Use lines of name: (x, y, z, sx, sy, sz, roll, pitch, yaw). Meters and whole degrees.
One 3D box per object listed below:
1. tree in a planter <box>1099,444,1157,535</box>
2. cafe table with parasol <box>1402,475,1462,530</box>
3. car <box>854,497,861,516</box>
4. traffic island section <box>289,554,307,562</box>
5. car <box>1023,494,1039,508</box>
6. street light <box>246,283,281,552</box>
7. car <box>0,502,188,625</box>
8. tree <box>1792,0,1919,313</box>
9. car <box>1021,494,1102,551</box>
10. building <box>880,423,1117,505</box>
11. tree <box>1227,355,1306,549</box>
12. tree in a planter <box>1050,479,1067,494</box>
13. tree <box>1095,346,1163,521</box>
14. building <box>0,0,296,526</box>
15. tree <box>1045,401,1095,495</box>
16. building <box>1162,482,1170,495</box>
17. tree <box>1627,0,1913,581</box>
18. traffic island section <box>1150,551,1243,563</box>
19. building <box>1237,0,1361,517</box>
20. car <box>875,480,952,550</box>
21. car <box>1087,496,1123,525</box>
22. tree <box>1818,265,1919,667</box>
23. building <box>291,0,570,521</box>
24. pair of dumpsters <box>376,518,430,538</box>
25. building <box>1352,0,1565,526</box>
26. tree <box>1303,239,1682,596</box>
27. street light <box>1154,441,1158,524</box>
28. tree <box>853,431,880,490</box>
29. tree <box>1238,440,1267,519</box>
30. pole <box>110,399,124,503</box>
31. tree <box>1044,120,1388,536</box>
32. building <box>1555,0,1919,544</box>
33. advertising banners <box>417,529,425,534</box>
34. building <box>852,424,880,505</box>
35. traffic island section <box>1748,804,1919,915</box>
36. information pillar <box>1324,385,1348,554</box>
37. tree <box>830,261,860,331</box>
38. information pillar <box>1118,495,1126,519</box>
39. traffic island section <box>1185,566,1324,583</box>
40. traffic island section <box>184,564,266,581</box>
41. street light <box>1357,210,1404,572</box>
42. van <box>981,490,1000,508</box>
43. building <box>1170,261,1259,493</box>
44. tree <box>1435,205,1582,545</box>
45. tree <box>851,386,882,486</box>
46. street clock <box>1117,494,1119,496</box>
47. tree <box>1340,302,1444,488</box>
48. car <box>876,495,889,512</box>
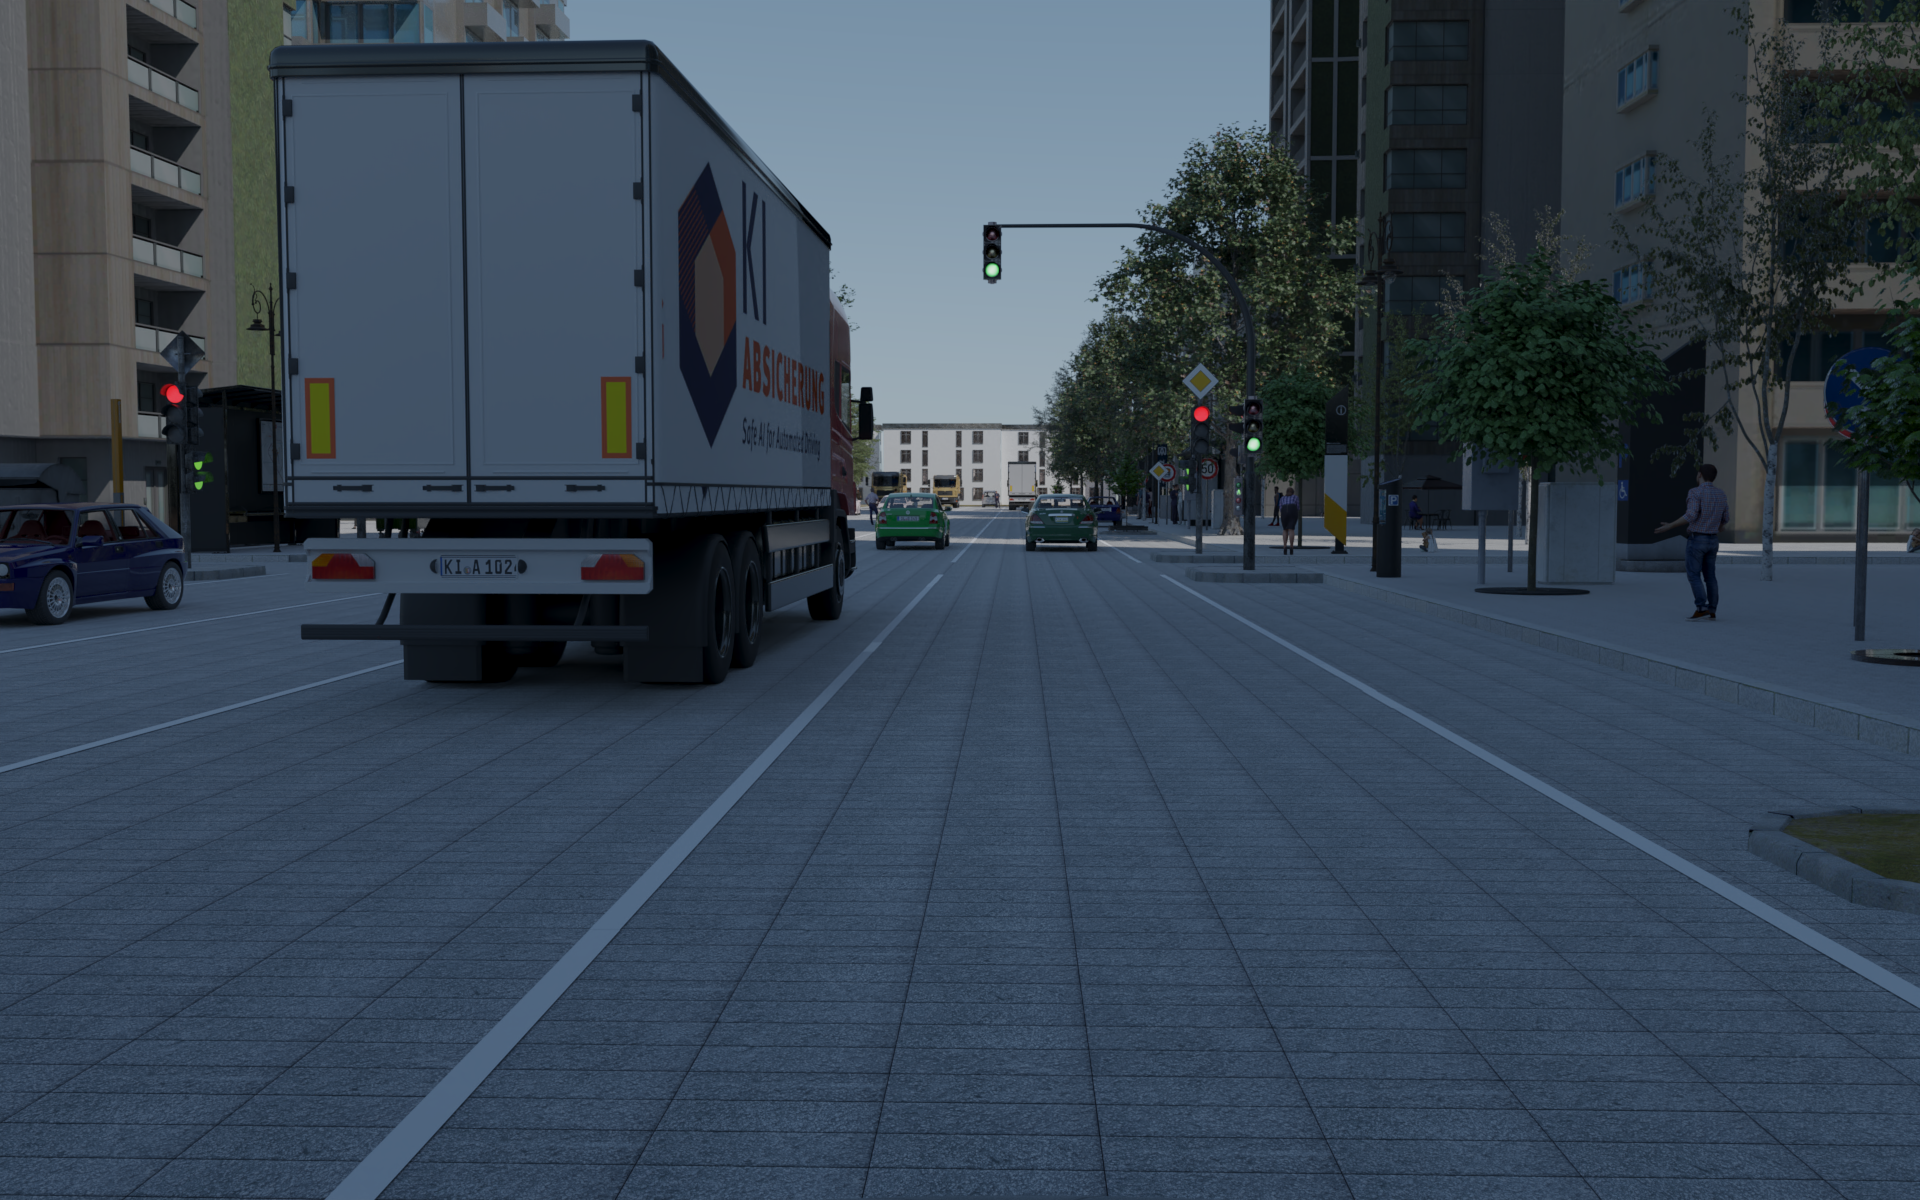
tree in a planter: (5.966, -3.950, 61.811, 1.991, 3.239, 1.994, 0, 4, 2)
cafe table with parasol: (16.690, -3.476, 61.705, 2.610, 1.966, 2.610, 3, 4, 36)
car: (-7.690, -6.367, 116.465, 2.083, 1.381, 4.827, 0, 3, 0)
traffic island section: (-13.091, -0.953, 37.861, 2.009, 0.180, 2.903, 0, 4, 2)
car: (6.971, -9.636, 167.338, 2.009, 1.686, 4.222, 0, 4, 1)
street light: (-15.069, -3.991, 38.036, 0.468, 5.910, 1.993, 0, 4, 2)
car: (-10.654, -0.464, 20.166, 1.945, 1.354, 3.894, 0, 4, 3)
tree: (11.849, -4.266, 20.110, 4.737, 8.622, 4.395, 0, 3, 0)
car: (2.624, -2.020, 44.819, 2.131, 1.459, 4.920, 0, 4, 3)
building: (4.977, -16.340, 209.305, 28.070, 9.664, 9.099, 0, 4, 2)
tree: (7.966, -3.495, 40.855, 4.285, 4.588, 4.351, 0, 3, 0)
tree in a planter: (9.418, -10.314, 165.853, 1.991, 3.239, 1.994, 0, 4, 2)
tree: (8.617, -8.117, 83.076, 4.360, 8.622, 3.978, 0, 3, 0)
building: (-29.717, -22.524, 51.868, 14.154, 41.232, 14.086, 0, 4, 2)
tree: (12.202, -15.800, 176.456, 7.486, 12.596, 7.792, 0, 3, 0)
building: (27.606, -18.207, 164.149, 16.747, 18.905, 31.486, 0, 4, 2)
tree: (11.928, -4.602, 25.603, 4.360, 8.622, 3.978, 0, 3, 0)
traffic island section: (5.160, -0.916, 37.255, 2.009, 0.180, 2.903, 0, 4, 2)
building: (27.476, -40.471, 99.953, 20.563, 71.187, 20.611, 0, 4, 2)
car: (-1.218, -2.275, 45.986, 1.959, 1.807, 4.718, 0, 4, 3)
car: (6.170, -3.869, 75.835, 1.945, 1.354, 3.894, 0, 4, 2)
tree: (7.540, -1.136, 13.183, 1.663, 3.219, 1.824, 0, 3, 0)
building: (-34.221, -29.014, 93.993, 23.786, 49.044, 30.456, 0, 4, 2)
pair of dumpsters: (-15.066, -2.816, 48.528, 1.574, 2.255, 4.437, 0, 4, 2)
building: (24.427, -18.610, 75.970, 14.160, 30.474, 14.107, 0, 4, 2)
tree: (7.497, -2.365, 22.390, 4.285, 4.588, 4.351, 0, 3, 0)
street light: (8.396, -6.185, 73.911, 0.468, 5.910, 1.993, 0, 4, 2)
tree: (-10.798, -14.347, 184.929, 4.360, 8.622, 3.978, 0, 3, 0)
tree: (15.641, -8.493, 89.226, 4.737, 8.622, 4.395, 0, 3, 0)
pole: (-18.087, -2.652, 37.204, 0.158, 3.312, 0.155, 0, 3, 0)
tree: (8.375, -8.345, 53.441, 9.611, 12.733, 9.660, 0, 3, 0)
building: (30.776, -26.278, 53.353, 21.600, 48.544, 21.300, 0, 4, 2)
advertising banners: (-17.047, -3.551, 54.253, 0.090, 3.025, 2.074, 1, 4, 10)
building: (-23.556, -16.384, 210.023, 28.070, 9.664, 9.099, 0, 4, 2)
traffic island section: (4.134, 1.000, 6.515, 1.991, 0.108, 1.994, 0, 4, 2)
information pillar: (8.050, -2.793, 37.016, 0.504, 3.616, 0.183, 0, 4, 5)
tree: (-12.483, -15.501, 109.331, 12.611, 20.169, 13.585, 0, 3, 0)
information pillar: (8.532, -5.302, 91.179, 0.304, 2.012, 0.304, 2, 4, 24)
traffic island section: (4.896, -0.428, 29.274, 2.009, 0.180, 2.903, 0, 4, 2)
traffic island section: (-13.355, -0.465, 29.881, 2.009, 0.180, 2.903, 0, 4, 2)
street light: (6.877, -3.407, 28.496, 0.468, 5.910, 1.993, 0, 4, 2)
van: (3.229, -10.862, 184.598, 2.013, 2.044, 4.112, 0, 4, 4)
building: (26.177, -16.287, 132.752, 16.747, 18.905, 31.486, 0, 4, 2)
tree: (14.172, -5.709, 43.697, 4.360, 8.622, 3.978, 0, 3, 0)
tree: (-11.777, -15.753, 175.680, 7.486, 12.596, 7.792, 0, 3, 0)
street clock: (8.567, -5.400, 92.864, 0.358, 2.002, 0.471, 0, 4, -1)
tree: (16.842, -7.122, 66.800, 4.737, 8.622, 4.395, 0, 3, 0)
car: (-3.802, -5.414, 100.876, 2.083, 1.381, 4.827, 0, 4, 3)
